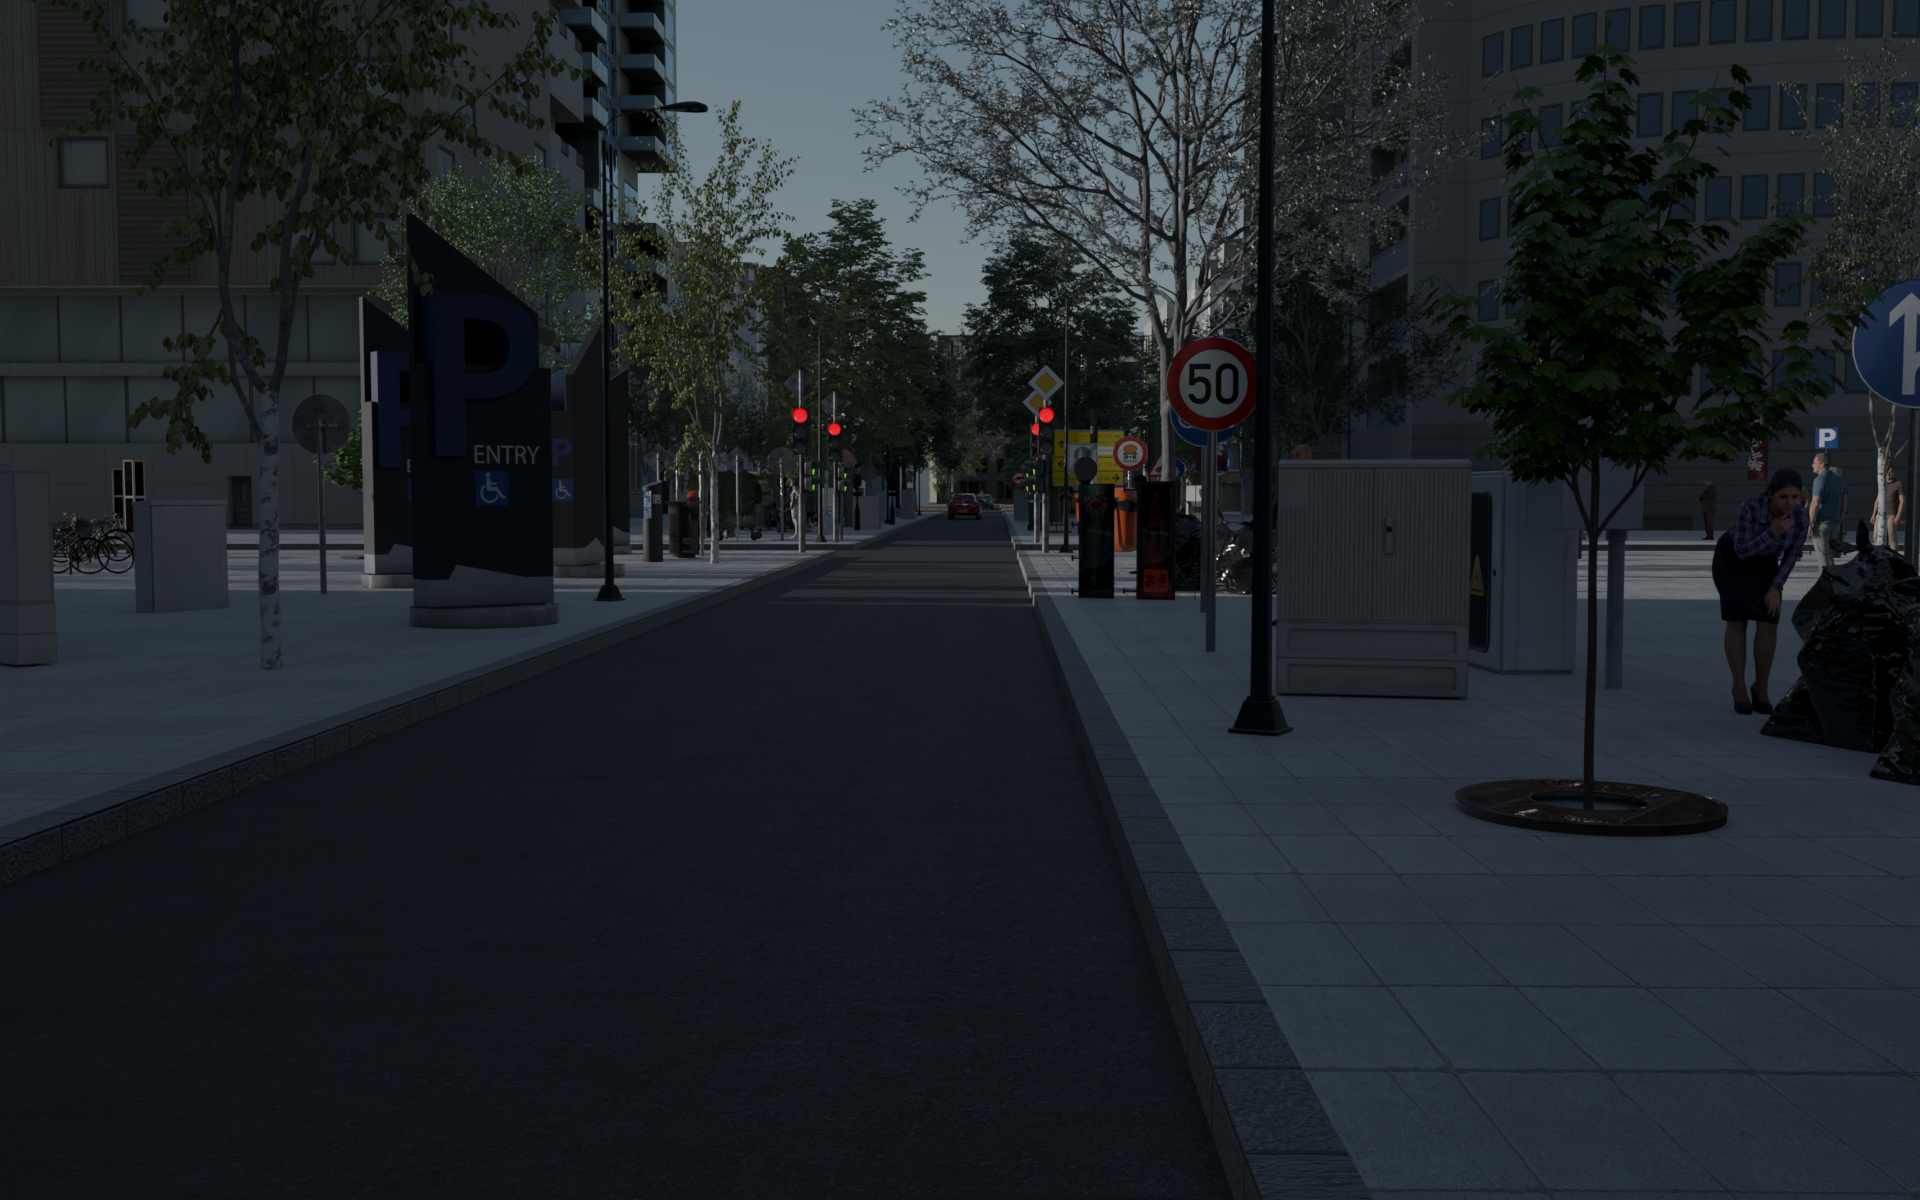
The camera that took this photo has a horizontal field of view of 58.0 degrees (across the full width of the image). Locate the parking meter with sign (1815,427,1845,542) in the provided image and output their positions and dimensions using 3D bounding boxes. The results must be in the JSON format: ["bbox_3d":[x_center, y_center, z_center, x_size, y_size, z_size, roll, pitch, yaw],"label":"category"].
[{"bbox_3d":[23.246,-3.053,46.172,0.543,3.016,1.738,3,4,37],"label":"parking meter with sign"}]

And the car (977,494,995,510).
[{"bbox_3d":[2.156,-8.961,158.302,2.131,1.459,4.920,0,4,0],"label":"car"}]

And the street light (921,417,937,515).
[{"bbox_3d":[-1.900,-8.015,103.592,1.470,5.913,1.316,0,4,1],"label":"street light"}]

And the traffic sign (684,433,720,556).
[{"bbox_3d":[-5.315,-2.172,35.614,0.768,2.556,0.104,0,4,6],"label":"traffic sign"}]

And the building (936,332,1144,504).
[{"bbox_3d":[13.455,-23.774,232.677,32.646,21.610,27.936,0,4,1],"label":"building"}]

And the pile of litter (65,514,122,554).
[{"bbox_3d":[-18.782,-1.443,37.551,1.176,0.858,1.719,0,4,-2],"label":"pile of litter"}]

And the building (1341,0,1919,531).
[{"bbox_3d":[31.254,-32.198,68.443,28.212,58.520,21.231,0,4,1],"label":"building"}]

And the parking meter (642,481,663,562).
[{"bbox_3d":[-5.800,-1.485,32.691,0.372,1.533,0.369,0,3,0],"label":"parking meter"}]

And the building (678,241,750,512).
[{"bbox_3d":[-24.544,-16.606,127.925,16.016,20.091,11.380,0,4,1],"label":"building"}]

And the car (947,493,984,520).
[{"bbox_3d":[0.291,-5.504,99.031,2.155,1.783,4.494,0,4,3],"label":"car"}]

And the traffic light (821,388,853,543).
[{"bbox_3d":[-3.266,-3.476,45.754,0.839,4.253,0.868,0,4,1],"label":"traffic light"}]

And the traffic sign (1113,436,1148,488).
[{"bbox_3d":[3.728,-2.319,38.026,0.768,2.556,0.104,0,4,2],"label":"traffic sign"}]

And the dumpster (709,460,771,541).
[{"bbox_3d":[-6.154,-2.808,48.408,1.502,2.255,1.985,0,4,1],"label":"dumpster"}]

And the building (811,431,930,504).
[{"bbox_3d":[-17.910,-17.214,223.595,28.070,9.664,9.099,0,4,1],"label":"building"}]

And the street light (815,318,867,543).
[{"bbox_3d":[-3.154,-4.479,45.777,1.470,5.913,1.316,0,4,1],"label":"street light"}]

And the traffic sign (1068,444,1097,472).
[{"bbox_3d":[2.472,-2.006,34.921,0.606,2.300,0.079,0,4,5],"label":"traffic sign"}]

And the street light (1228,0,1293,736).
[{"bbox_3d":[1.082,-2.241,9.186,1.470,5.913,1.316,0,4,1],"label":"street light"}]

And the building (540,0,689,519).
[{"bbox_3d":[-28.128,-48.228,101.197,22.319,86.520,31.000,0,4,1],"label":"building"}]

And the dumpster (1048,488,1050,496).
[{"bbox_3d":[4.216,-5.244,88.230,1.502,2.255,1.985,0,4,1],"label":"dumpster"}]

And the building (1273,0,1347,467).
[{"bbox_3d":[24.810,-25.339,97.885,14.154,41.232,14.086,0,4,1],"label":"building"}]

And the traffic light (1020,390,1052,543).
[{"bbox_3d":[2.015,-3.470,45.660,0.839,4.253,0.868,0,4,1],"label":"traffic light"}]

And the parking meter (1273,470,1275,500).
[{"bbox_3d":[6.555,-1.913,36.992,0.255,1.863,0.399,0,4,-1],"label":"parking meter"}]

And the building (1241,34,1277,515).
[{"bbox_3d":[25.111,-20.839,112.424,14.160,30.474,14.107,0,4,1],"label":"building"}]

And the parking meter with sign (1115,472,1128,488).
[{"bbox_3d":[5.482,-3.832,58.921,0.543,3.016,1.738,-1,4,-13],"label":"parking meter with sign"}]

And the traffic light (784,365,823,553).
[{"bbox_3d":[-3.431,-2.988,37.770,0.839,4.253,0.868,0,4,1],"label":"traffic light"}]

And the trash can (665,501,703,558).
[{"bbox_3d":[-5.546,-1.416,34.804,0.748,1.137,0.748,0,3,0],"label":"trash can"}]

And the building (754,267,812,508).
[{"bbox_3d":[-31.835,-19.951,170.175,32.646,21.610,27.936,0,4,1],"label":"building"}]

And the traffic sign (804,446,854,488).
[{"bbox_3d":[-5.609,-4.868,73.468,2.265,3.308,0.079,1,4,10],"label":"traffic sign"}]

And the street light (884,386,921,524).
[{"bbox_3d":[-2.572,-6.234,74.467,1.470,5.913,1.316,0,4,1],"label":"street light"}]

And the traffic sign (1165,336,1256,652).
[{"bbox_3d":[2.045,-0.853,14.056,0.768,2.556,0.104,0,4,4],"label":"traffic sign"}]

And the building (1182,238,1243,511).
[{"bbox_3d":[25.928,-16.964,133.779,16.016,20.091,11.380,0,4,1],"label":"building"}]

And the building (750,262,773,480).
[{"bbox_3d":[-23.558,-17.307,139.382,16.016,20.091,11.380,0,4,1],"label":"building"}]

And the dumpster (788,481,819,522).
[{"bbox_3d":[-7.127,-4.470,78.841,1.264,1.857,1.865,0,4,1],"label":"dumpster"}]

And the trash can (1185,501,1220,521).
[{"bbox_3d":[5.125,-1.526,36.602,0.748,1.137,0.748,0,3,0],"label":"trash can"}]

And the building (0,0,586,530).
[{"bbox_3d":[-31.870,-29.594,73.106,28.713,52.752,27.495,0,4,1],"label":"building"}]

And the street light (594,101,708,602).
[{"bbox_3d":[-3.678,-2.943,20.652,1.470,5.913,1.316,0,4,1],"label":"street light"}]

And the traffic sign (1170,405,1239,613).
[{"bbox_3d":[2.644,-1.136,18.688,0.768,2.556,0.104,1,4,11],"label":"traffic sign"}]

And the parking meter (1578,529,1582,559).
[{"bbox_3d":[12.088,-1.576,34.181,0.372,1.533,0.369,0,3,0],"label":"parking meter"}]

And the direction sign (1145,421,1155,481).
[{"bbox_3d":[5.950,-3.819,54.435,0.379,3.537,0.876,-1,4,-12],"label":"direction sign"}]

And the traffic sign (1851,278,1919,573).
[{"bbox_3d":[5.682,-0.625,10.320,0.768,2.556,0.104,1,4,10],"label":"traffic sign"}]

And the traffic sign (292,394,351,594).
[{"bbox_3d":[-8.164,-1.348,22.144,0.768,2.556,0.104,0,4,4],"label":"traffic sign"}]

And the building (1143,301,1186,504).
[{"bbox_3d":[27.447,-18.383,167.025,16.747,18.905,31.486,0,4,1],"label":"building"}]

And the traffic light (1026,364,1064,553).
[{"bbox_3d":[1.849,-2.982,37.677,0.839,4.253,0.868,0,4,1],"label":"traffic light"}]

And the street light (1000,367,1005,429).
[{"bbox_3d":[2.148,-5.553,63.334,1.470,5.913,1.316,0,4,1],"label":"street light"}]

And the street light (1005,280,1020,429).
[{"bbox_3d":[1.777,-3.983,37.666,1.470,5.913,1.316,0,4,1],"label":"street light"}]

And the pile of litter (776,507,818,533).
[{"bbox_3d":[-5.422,-2.682,57.815,1.719,0.858,1.176,-3,5,-40],"label":"pile of litter"}]
